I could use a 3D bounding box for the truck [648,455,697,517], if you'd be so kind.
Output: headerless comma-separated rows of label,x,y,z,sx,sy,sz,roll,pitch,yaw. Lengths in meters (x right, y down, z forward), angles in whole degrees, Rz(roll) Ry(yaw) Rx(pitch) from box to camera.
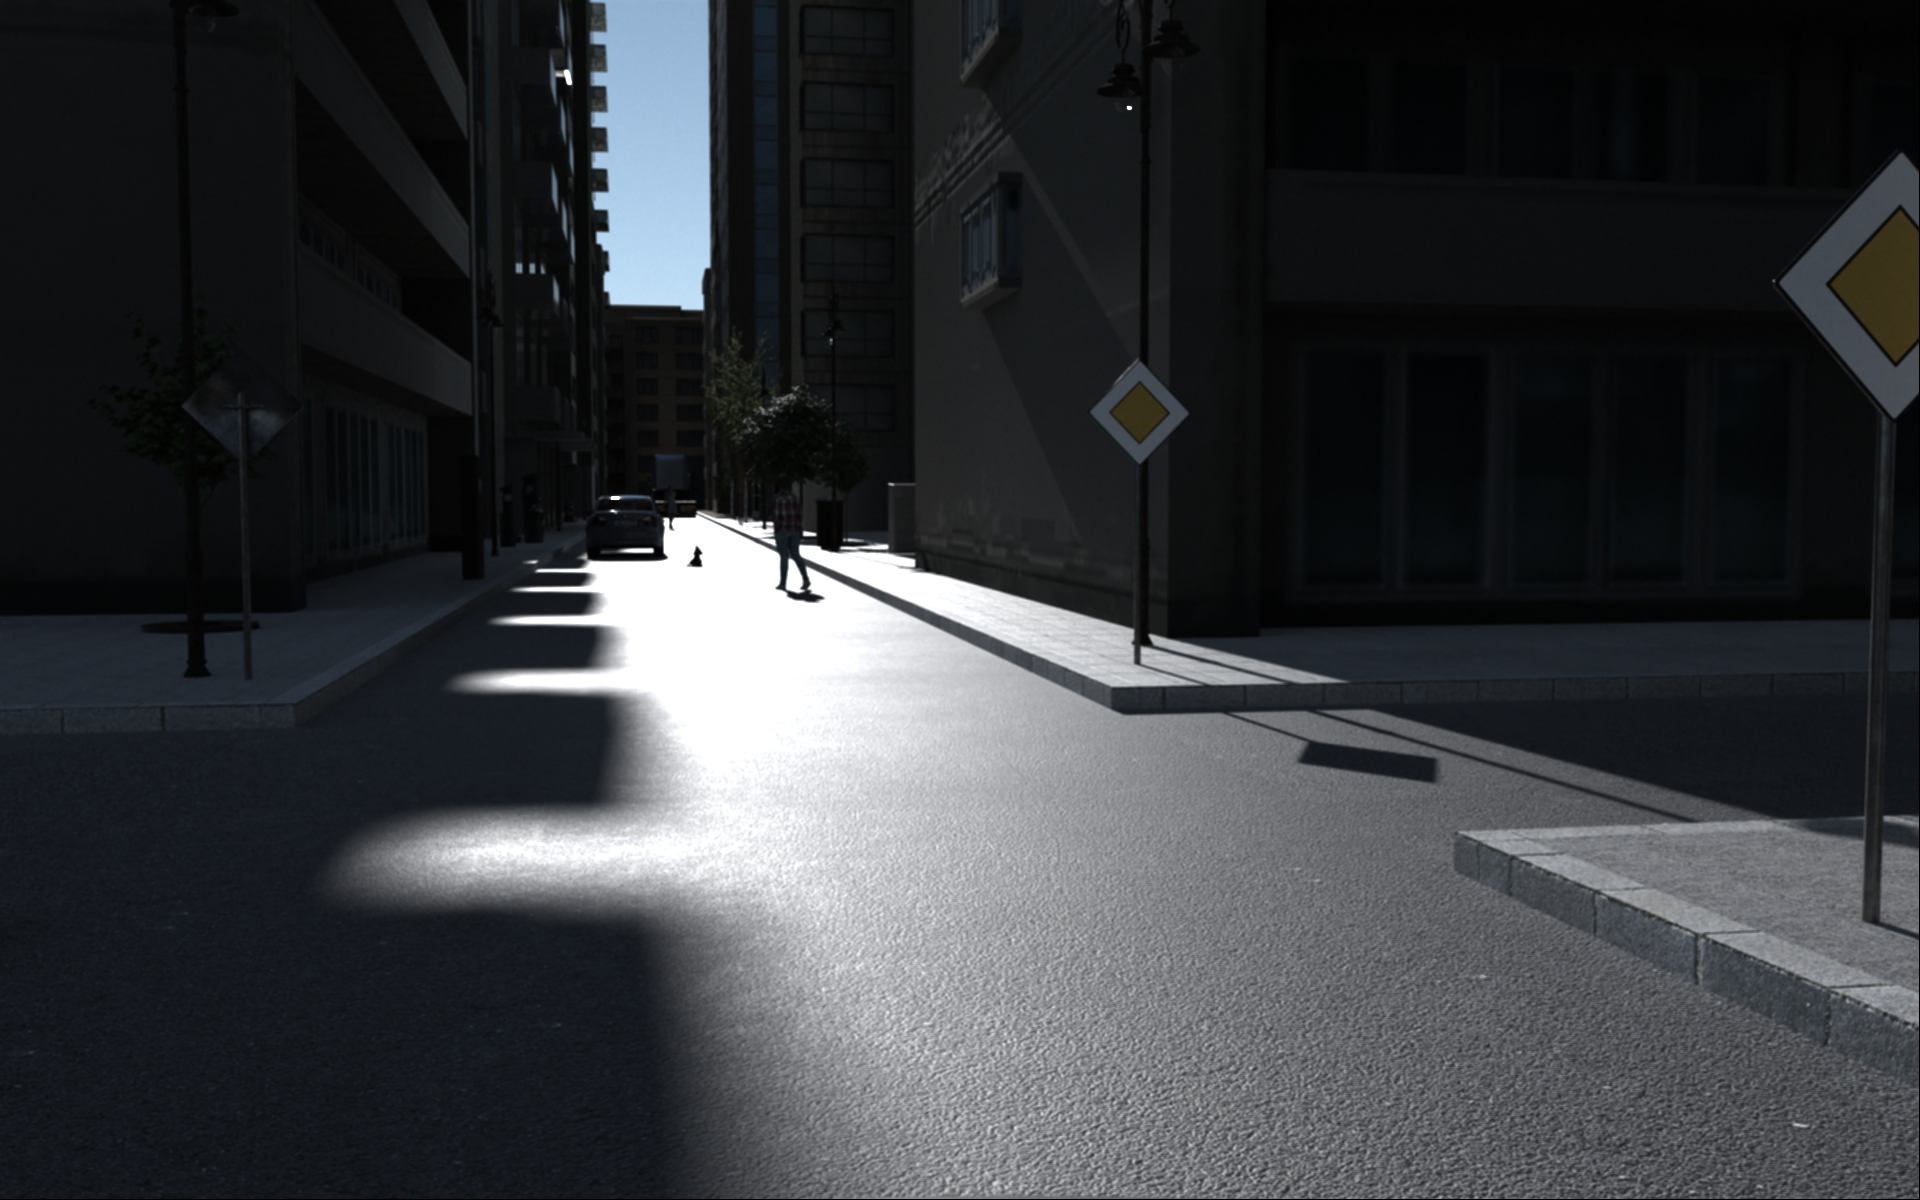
truck,-18.891,-7.581,113.701,2.967,4.110,18.799,-1,4,-11

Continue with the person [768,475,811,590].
person,-2.576,-1.017,25.964,0.563,1.720,0.643,-3,5,-42

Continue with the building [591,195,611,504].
building,-37.383,-16.334,112.106,27.650,21.520,28.899,-1,4,-10

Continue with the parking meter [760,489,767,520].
parking meter,-9.826,-4.777,86.511,0.372,1.533,0.369,0,3,0

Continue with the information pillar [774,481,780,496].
information pillar,-6.636,-3.607,63.460,0.304,2.012,0.304,1,4,14

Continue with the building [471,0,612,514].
building,-45.215,-32.195,145.994,30.456,49.044,23.786,-1,4,-10

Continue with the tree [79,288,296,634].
tree,-7.058,-1.328,16.319,1.663,3.219,1.824,0,3,0

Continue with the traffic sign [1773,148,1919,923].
traffic sign,2.731,-0.091,5.135,0.795,2.450,0.064,-1,4,-10

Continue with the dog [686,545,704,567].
dog,-5.312,-0.870,34.413,0.550,0.427,0.748,3,4,36

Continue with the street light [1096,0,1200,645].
street light,1.555,-2.557,14.603,0.468,5.910,1.993,-1,4,-10

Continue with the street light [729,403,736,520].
street light,-11.300,-6.965,86.671,0.468,5.910,1.993,-1,4,-10

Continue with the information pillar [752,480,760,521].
information pillar,-9.888,-4.861,83.971,0.304,2.012,0.304,-1,4,-22

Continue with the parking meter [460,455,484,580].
parking meter,-7.350,-1.248,26.108,0.255,1.863,0.399,0,4,-2

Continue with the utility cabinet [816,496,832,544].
utility cabinet,-3.541,-2.092,45.363,0.306,1.237,1.020,0,4,6

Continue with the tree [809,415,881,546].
tree,-2.944,-2.948,42.798,1.663,3.219,1.824,0,3,0

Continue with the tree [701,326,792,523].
tree,-9.297,-7.735,76.832,4.360,8.622,3.978,0,3,0

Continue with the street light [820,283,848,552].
street light,-2.776,-3.995,38.100,0.468,5.910,1.993,-1,4,-10

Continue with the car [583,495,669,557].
car,-7.833,-1.750,40.618,2.014,1.417,4.499,-1,4,-10

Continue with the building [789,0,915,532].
building,0.417,-23.368,65.662,14.154,41.232,14.086,-1,4,-10

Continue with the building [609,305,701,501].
building,-40.427,-20.544,180.927,28.899,21.520,27.650,-1,4,-10

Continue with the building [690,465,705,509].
building,-13.356,-43.635,151.683,20.563,71.187,20.611,-1,4,-10

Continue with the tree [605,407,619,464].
tree,-28.262,-11.209,133.630,4.360,8.622,3.978,0,3,0

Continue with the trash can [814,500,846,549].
trash can,-3.017,-1.753,40.315,0.748,1.137,0.748,0,3,0

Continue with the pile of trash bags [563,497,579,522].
pile of trash bags,-18.551,-4.248,79.213,1.912,1.369,3.447,-1,4,-19

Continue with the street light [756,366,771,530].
street light,-7.076,-5.485,62.473,0.468,5.910,1.993,-1,4,-10

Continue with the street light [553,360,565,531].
street light,-13.869,-5.316,59.698,0.468,5.910,1.993,-1,4,-10

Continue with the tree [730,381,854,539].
tree,-4.695,-4.063,50.151,4.285,4.588,4.351,0,3,0

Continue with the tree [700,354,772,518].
tree,-11.971,-8.666,92.058,4.737,8.622,4.395,0,3,0

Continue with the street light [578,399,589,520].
street light,-18.246,-6.805,84.047,0.468,5.910,1.993,-1,4,-10

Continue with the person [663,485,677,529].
person,-11.791,-3.777,70.344,0.616,1.811,0.778,-2,4,-24

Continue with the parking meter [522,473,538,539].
parking meter,-11.685,-2.532,47.104,0.399,1.863,0.255,0,4,-5

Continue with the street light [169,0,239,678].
street light,-5.368,-2.399,12.007,0.468,5.910,1.993,-1,4,-10

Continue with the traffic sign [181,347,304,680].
traffic sign,-4.916,-0.506,11.912,0.795,2.450,0.064,-1,4,-10

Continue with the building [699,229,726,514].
building,-4.851,-17.405,129.611,27.650,21.520,28.899,-1,4,-10

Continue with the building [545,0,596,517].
building,-26.932,-19.583,91.885,14.160,30.474,14.107,-1,4,-10

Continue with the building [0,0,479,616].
building,-19.551,-24.587,25.702,21.300,48.544,21.600,-1,4,-10

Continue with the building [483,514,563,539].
building,-25.074,-26.887,59.203,23.786,49.044,30.456,-1,4,-10

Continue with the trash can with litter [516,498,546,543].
trash can with litter,-11.403,-2.079,45.382,1.055,1.170,0.624,0,4,0

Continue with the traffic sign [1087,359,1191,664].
traffic sign,1.334,-0.572,12.998,0.795,2.450,0.064,-1,4,-10

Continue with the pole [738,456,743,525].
pole,-9.053,-4.745,71.429,0.158,3.312,0.155,0,3,0

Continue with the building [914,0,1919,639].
building,10.319,-24.617,26.190,21.600,48.544,21.300,-1,4,-10

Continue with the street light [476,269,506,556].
street light,-9.640,-3.849,35.716,0.468,5.910,1.993,-1,4,-10

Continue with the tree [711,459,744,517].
tree,-13.074,-6.218,96.267,1.663,3.219,1.824,0,3,0

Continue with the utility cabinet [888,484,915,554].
utility cabinet,-0.931,-1.723,36.852,1.173,1.500,0.318,-2,4,-27

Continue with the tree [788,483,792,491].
tree,-8.346,-5.376,82.505,1.663,3.219,1.824,0,3,0

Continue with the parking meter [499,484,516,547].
parking meter,-10.981,-2.057,42.041,0.372,1.533,0.369,0,3,0

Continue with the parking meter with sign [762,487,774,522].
parking meter with sign,-8.324,-5.135,80.226,1.738,3.016,0.543,0,4,-4

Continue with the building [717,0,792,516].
building,-7.658,-27.916,106.543,14.600,45.320,14.200,-1,4,-10
